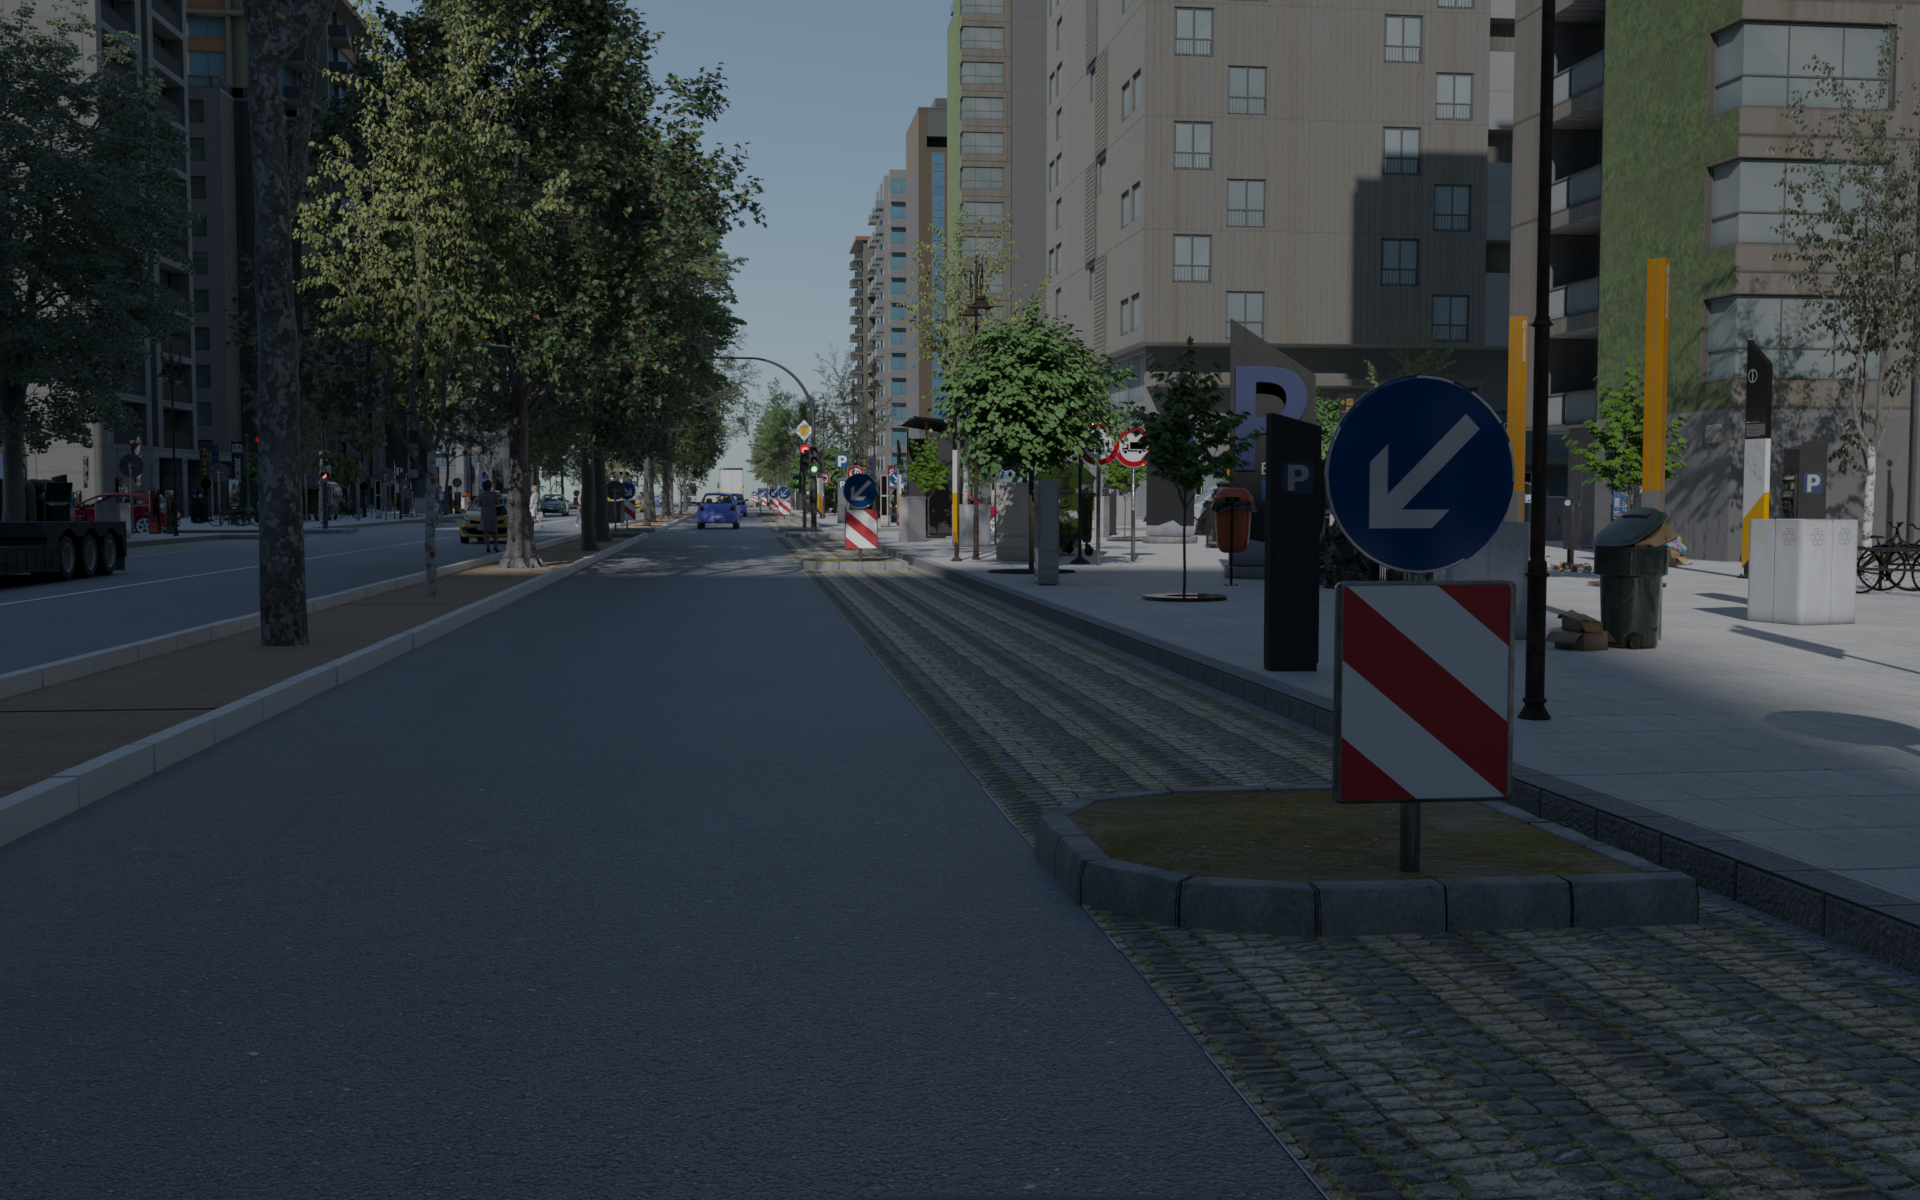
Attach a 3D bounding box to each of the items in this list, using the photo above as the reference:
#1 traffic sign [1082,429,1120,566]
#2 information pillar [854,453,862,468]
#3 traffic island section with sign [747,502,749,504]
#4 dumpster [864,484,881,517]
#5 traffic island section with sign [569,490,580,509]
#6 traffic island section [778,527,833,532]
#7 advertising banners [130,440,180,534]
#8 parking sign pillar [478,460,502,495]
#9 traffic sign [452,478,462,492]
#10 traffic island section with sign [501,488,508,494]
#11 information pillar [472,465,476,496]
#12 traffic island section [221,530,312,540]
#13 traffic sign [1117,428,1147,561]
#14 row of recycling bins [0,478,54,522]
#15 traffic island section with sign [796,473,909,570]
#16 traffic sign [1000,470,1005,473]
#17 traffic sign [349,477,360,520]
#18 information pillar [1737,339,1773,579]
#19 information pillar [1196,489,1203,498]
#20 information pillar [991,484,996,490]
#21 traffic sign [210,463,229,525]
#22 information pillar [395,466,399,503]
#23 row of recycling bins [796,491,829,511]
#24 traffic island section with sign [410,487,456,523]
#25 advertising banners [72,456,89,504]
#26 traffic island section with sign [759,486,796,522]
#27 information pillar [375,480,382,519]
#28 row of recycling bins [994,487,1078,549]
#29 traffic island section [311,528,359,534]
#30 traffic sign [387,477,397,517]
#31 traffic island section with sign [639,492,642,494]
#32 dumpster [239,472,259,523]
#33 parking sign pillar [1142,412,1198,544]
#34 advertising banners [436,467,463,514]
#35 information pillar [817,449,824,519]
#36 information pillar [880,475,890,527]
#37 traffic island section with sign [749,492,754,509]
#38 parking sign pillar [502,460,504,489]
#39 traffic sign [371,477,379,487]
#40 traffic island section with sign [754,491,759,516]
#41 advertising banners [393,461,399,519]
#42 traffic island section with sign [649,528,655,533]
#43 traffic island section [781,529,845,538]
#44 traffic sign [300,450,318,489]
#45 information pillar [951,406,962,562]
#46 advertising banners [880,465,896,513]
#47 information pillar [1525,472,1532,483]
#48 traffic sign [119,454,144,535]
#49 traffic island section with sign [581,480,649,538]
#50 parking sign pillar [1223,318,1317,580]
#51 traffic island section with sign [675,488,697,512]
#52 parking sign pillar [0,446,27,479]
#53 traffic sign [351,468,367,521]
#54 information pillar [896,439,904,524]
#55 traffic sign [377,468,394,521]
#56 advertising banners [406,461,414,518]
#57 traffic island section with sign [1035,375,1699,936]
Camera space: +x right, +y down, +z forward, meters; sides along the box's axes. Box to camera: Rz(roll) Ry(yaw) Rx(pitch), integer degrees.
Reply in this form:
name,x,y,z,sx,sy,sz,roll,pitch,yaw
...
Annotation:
name,x,y,z,sx,sy,sz,roll,pitch,yaw
traffic sign,2.480,-1.890,31.014,0.768,2.556,0.104,0,4,1
information pillar,-5.403,-6.089,90.914,0.504,3.616,0.183,2,4,26
traffic island section with sign,-22.195,-11.160,191.101,1.989,1.847,2.006,0,4,-7
dumpster,-5.040,-5.670,95.202,1.502,2.255,1.985,0,4,-7
traffic island section with sign,-36.007,-9.436,162.904,1.989,1.847,2.006,0,4,-7
traffic island section,-5.883,-2.665,65.859,2.009,0.180,2.903,0,4,-7
advertising banners,-25.930,-3.642,55.732,2.074,3.025,0.090,2,4,24
parking sign pillar,-36.618,-8.909,134.141,1.447,3.967,1.447,0,4,4
traffic sign,-39.457,-8.307,135.921,0.768,2.556,0.104,0,4,-2
traffic island section with sign,-29.659,-6.390,113.105,1.989,1.847,2.006,0,4,-7
information pillar,-38.647,-8.944,137.589,0.183,3.616,0.504,1,4,12
traffic island section,-22.323,-2.045,55.724,2.009,0.180,2.903,0,4,-7
traffic sign,3.302,-2.011,32.990,0.768,2.556,0.104,0,4,-2
row of recycling bins,-25.288,-2.430,46.840,1.069,1.692,3.534,0,4,-4
traffic island section with sign,-2.072,-1.514,33.389,1.989,1.847,2.006,0,4,-7
traffic sign,1.642,-3.438,56.317,0.768,2.556,0.104,0,4,-4
traffic sign,-30.059,-5.273,86.322,0.768,2.556,0.104,0,4,-3
information pillar,11.996,-2.124,26.083,0.183,3.616,0.504,-1,4,-13
information pillar,11.281,-4.715,81.580,0.304,2.012,0.304,1,4,23
information pillar,2.383,-7.077,120.205,0.304,2.012,0.304,2,4,31
traffic sign,-30.614,-4.373,71.608,0.768,2.556,0.104,0,4,-6
information pillar,-44.443,-8.907,136.985,0.183,3.616,0.504,2,4,35
row of recycling bins,-11.547,-7.846,135.389,3.534,1.692,1.069,3,5,43
traffic island section with sign,-26.246,-4.755,86.366,1.989,1.847,2.006,0,4,-7
advertising banners,-40.710,-5.126,79.990,2.074,3.025,0.090,3,4,38
traffic island section with sign,-9.072,-4.867,88.204,1.989,1.847,2.006,0,4,-7
information pillar,-30.338,-5.253,90.376,0.304,2.012,0.304,-1,4,-13
row of recycling bins,1.817,-2.149,42.244,1.069,1.692,3.534,-2,4,-24
traffic island section,-23.334,-2.530,63.646,2.009,0.180,2.903,0,4,-7
traffic sign,-31.323,-5.748,95.167,0.795,2.450,0.064,0,4,-3
traffic island section with sign,-49.872,-16.080,271.527,1.989,1.847,2.006,0,4,-7
dumpster,-31.574,-4.556,76.978,1.502,2.255,1.985,0,4,-7
parking sign pillar,5.492,-3.470,45.199,1.447,3.967,1.447,-3,5,-44
advertising banners,-32.850,-7.018,110.930,2.074,3.025,0.090,-3,5,-43
information pillar,-7.248,-6.023,89.832,0.183,3.616,0.504,1,4,21
information pillar,-2.875,-3.802,66.651,0.304,2.012,0.304,1,4,14
traffic island section with sign,-18.695,-9.482,163.656,1.989,1.847,2.006,0,4,-7
parking sign pillar,-36.669,-9.063,136.645,1.447,3.967,1.447,0,4,-6
traffic sign,-35.644,-6.335,105.712,0.606,2.300,0.079,0,4,1
traffic island section with sign,-12.484,-6.509,115.048,1.989,1.847,2.006,0,4,-7
advertising banners,-29.480,-5.755,90.288,0.090,3.025,2.074,-1,4,-16
traffic island section with sign,-12.393,-3.459,64.690,2.006,1.907,1.989,0,4,-7
traffic island section,-4.872,-2.181,57.938,2.009,0.180,2.903,0,4,-7
traffic sign,-31.020,-5.303,80.584,2.265,3.308,0.079,0,4,0
information pillar,-0.072,-2.539,32.875,0.183,3.616,0.504,0,4,6
advertising banners,-4.859,-6.622,104.455,2.074,3.025,0.090,-1,4,-12
information pillar,18.558,-3.207,56.920,0.304,2.012,0.304,-1,4,-16
traffic sign,-26.052,-3.325,54.476,0.768,2.556,0.104,0,4,-4
traffic island section with sign,-11.465,-3.009,57.341,2.006,1.907,1.989,0,4,-7
parking sign pillar,4.773,-2.323,26.456,1.447,3.967,1.447,0,4,7
traffic island section with sign,-21.912,-8.018,139.225,2.006,1.907,1.989,0,4,-7
parking sign pillar,-46.609,-5.912,85.130,1.447,3.967,1.447,-1,4,-13
traffic sign,-28.767,-5.062,82.864,0.768,2.556,0.104,0,4,-2
information pillar,-2.596,-5.038,73.733,0.183,3.616,0.504,-1,4,-14
traffic sign,-27.773,-5.116,83.747,0.768,2.556,0.104,0,4,-4
advertising banners,-29.453,-5.921,93.003,0.090,3.025,2.074,-1,4,-14
traffic island section with sign,1.340,0.127,6.548,1.989,1.847,2.006,0,4,-7
